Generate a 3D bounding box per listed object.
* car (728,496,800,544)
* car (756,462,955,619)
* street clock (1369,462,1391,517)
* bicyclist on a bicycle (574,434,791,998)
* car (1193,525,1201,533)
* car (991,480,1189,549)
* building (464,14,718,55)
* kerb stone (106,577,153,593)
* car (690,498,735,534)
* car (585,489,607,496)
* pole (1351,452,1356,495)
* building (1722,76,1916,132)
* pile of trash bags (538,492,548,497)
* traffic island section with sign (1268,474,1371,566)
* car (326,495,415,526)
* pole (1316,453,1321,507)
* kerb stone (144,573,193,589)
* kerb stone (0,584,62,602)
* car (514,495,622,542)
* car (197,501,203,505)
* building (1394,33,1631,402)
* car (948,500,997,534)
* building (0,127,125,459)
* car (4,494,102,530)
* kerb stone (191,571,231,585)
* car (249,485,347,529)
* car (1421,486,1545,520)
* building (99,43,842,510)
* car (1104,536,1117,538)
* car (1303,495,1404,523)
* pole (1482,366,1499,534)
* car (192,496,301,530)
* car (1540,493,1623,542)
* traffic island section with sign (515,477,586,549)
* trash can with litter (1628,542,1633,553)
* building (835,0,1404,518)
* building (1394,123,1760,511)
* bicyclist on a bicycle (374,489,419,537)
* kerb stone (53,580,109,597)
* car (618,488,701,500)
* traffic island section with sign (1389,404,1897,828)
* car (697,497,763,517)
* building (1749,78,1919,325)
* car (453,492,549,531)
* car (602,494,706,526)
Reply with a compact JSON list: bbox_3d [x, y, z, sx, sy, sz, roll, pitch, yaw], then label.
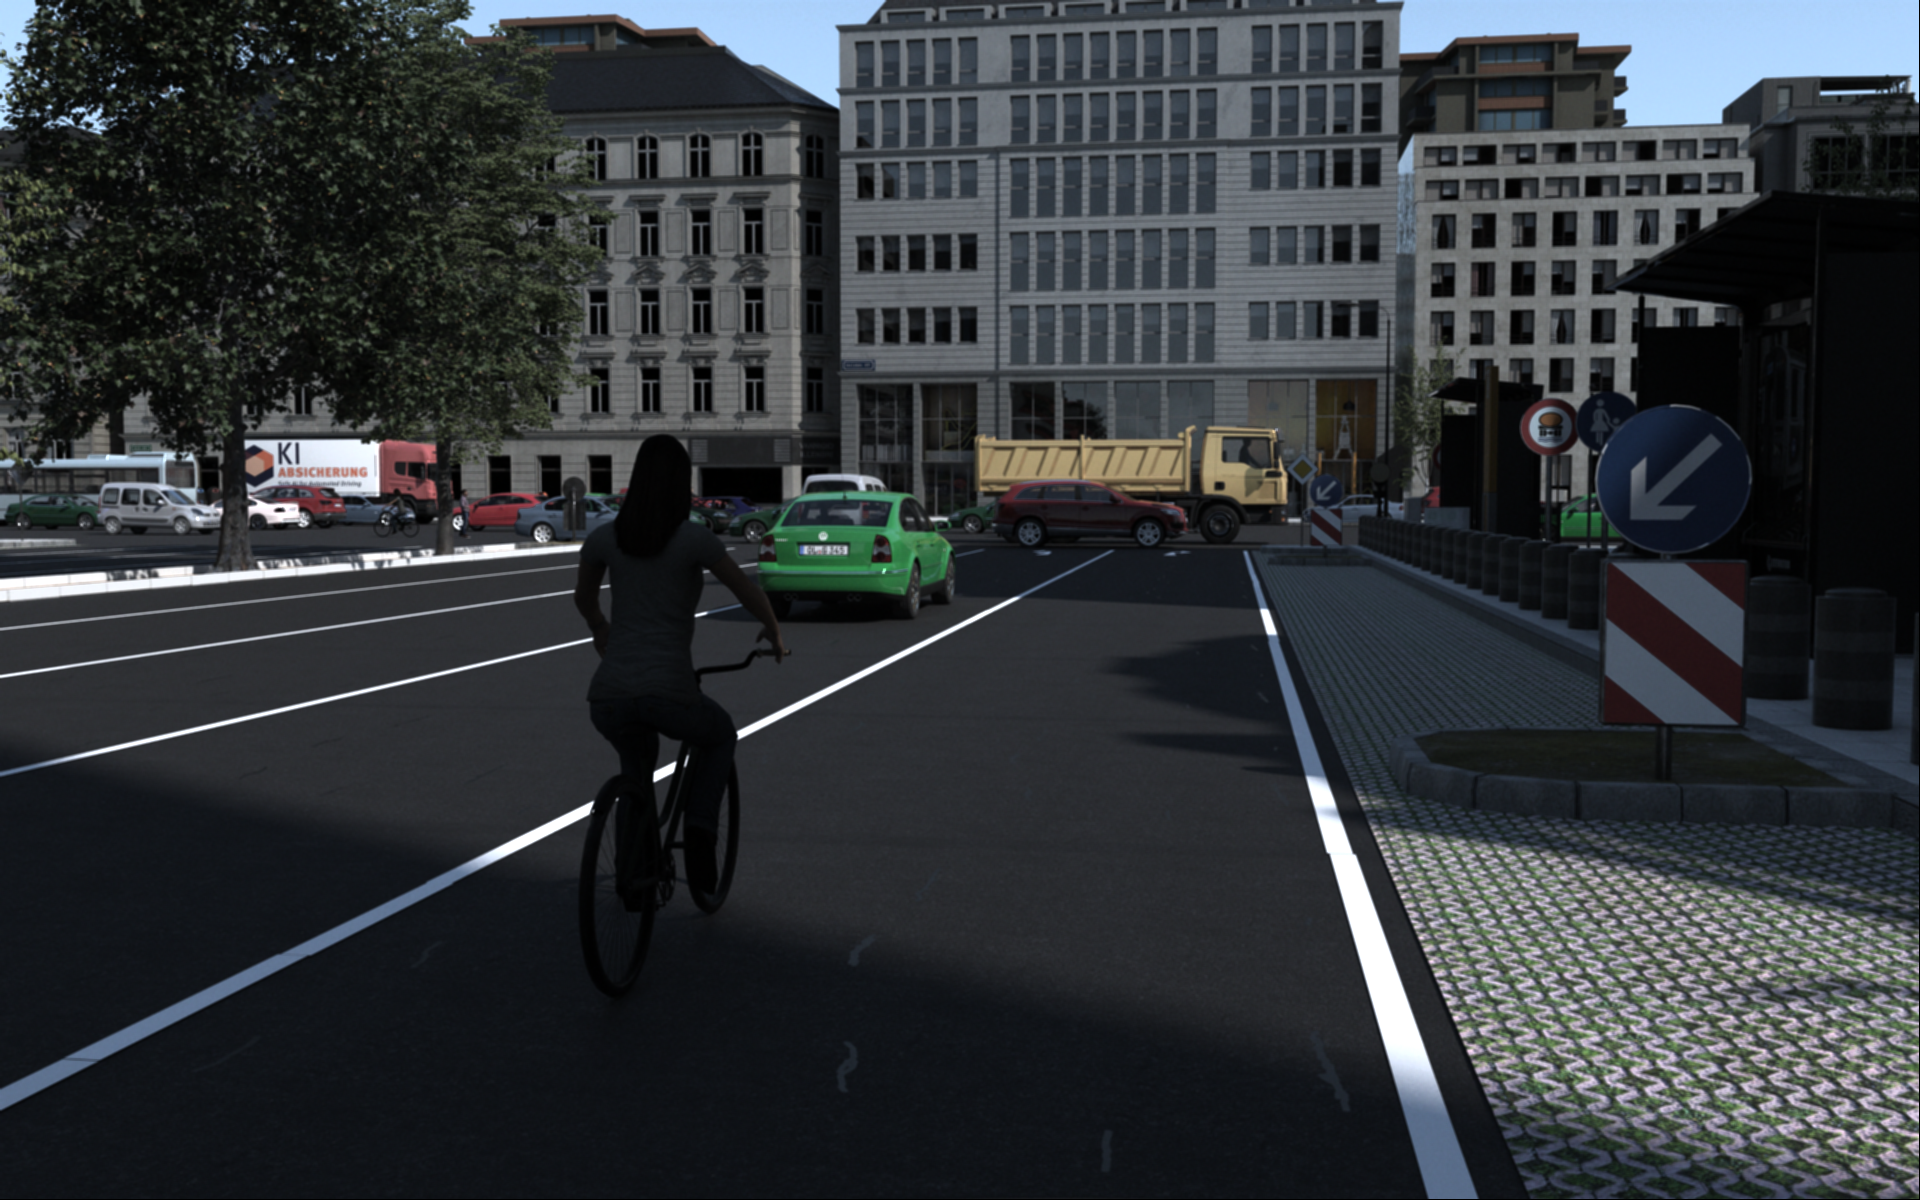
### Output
[{"bbox_3d":[-4.359,-2.372,50.587,4.920,1.459,2.131,1,4,9],"label":"car"},{"bbox_3d":[-1.174,-0.762,21.259,1.959,1.807,4.718,1,4,9],"label":"car"},{"bbox_3d":[9.475,-2.113,39.116,0.471,2.002,0.358,1,4,14],"label":"street clock"},{"bbox_3d":[-0.914,0.282,5.416,1.499,1.676,1.625,0,4,7],"label":"bicyclist on a bicycle"},{"bbox_3d":[7.615,-3.172,64.228,4.827,1.381,2.083,1,4,10],"label":"car"},{"bbox_3d":[3.487,-2.323,46.662,5.304,1.827,2.281,1,4,9],"label":"car"},{"bbox_3d":[-32.761,-31.082,162.815,22.147,44.769,28.867,1,4,9],"label":"building"},{"bbox_3d":[-12.352,-0.208,25.632,0.120,0.150,1.000,1,4,9],"label":"kerb stone"},{"bbox_3d":[-10.052,-3.181,61.794,4.222,1.686,2.009,1,4,9],"label":"car"},{"bbox_3d":[-15.296,-3.798,70.894,1.959,1.807,4.718,0,4,8],"label":"car"},{"bbox_3d":[19.312,-5.574,84.983,0.158,3.312,0.155,0,3,0],"label":"pole"},{"bbox_3d":[84.743,-29.921,172.797,14.086,41.232,14.154,1,4,9],"label":"building"},{"bbox_3d":[-22.993,-4.900,89.864,3.447,1.369,1.912,1,4,10],"label":"pile of trash bags"},{"bbox_3d":[7.283,-1.625,35.196,1.989,1.847,2.006,1,4,9],"label":"traffic island section with sign"},{"bbox_3d":[-27.038,-4.081,78.730,4.499,1.417,2.014,1,4,10],"label":"car"},{"bbox_3d":[17.745,-5.619,85.713,0.158,3.312,0.155,0,3,0],"label":"pole"},{"bbox_3d":[-12.189,-0.272,26.648,0.120,0.150,1.000,1,4,9],"label":"kerb stone"},{"bbox_3d":[-12.656,-0.086,23.597,0.120,0.150,1.000,1,4,9],"label":"kerb stone"},{"bbox_3d":[-10.404,-2.290,49.443,4.499,1.417,2.014,0,4,7],"label":"car"},{"bbox_3d":[-39.663,-4.649,84.682,5.304,1.827,2.281,0,4,7],"label":"car"},{"bbox_3d":[52.104,-31.547,170.423,22.147,44.769,28.867,1,4,9],"label":"building"},{"bbox_3d":[1.987,-3.155,63.375,4.920,1.459,2.131,0,4,8],"label":"car"},{"bbox_3d":[-64.134,-16.989,111.058,30.059,22.955,16.112,1,4,9],"label":"building"},{"bbox_3d":[-36.071,-3.561,70.014,4.920,1.459,2.131,1,4,10],"label":"car"},{"bbox_3d":[-12.025,-0.334,27.663,0.120,0.150,1.000,1,4,9],"label":"kerb stone"},{"bbox_3d":[-28.434,-3.904,72.503,5.304,1.827,2.281,0,4,7],"label":"car"},{"bbox_3d":[20.999,-3.708,69.299,5.304,1.827,2.281,1,4,9],"label":"car"},{"bbox_3d":[-27.107,-20.184,106.426,44.131,29.872,17.030,1,4,9],"label":"building"},{"bbox_3d":[3.695,-2.809,57.728,4.920,1.459,2.131,1,4,9],"label":"car"},{"bbox_3d":[17.600,-4.005,77.491,4.499,1.417,2.014,1,4,9],"label":"car"},{"bbox_3d":[8.474,-2.069,27.679,0.158,3.312,0.155,0,3,0],"label":"pole"},{"bbox_3d":[-29.023,-3.508,69.720,4.827,1.381,2.083,1,4,8],"label":"car"},{"bbox_3d":[16.517,-2.220,45.097,4.718,1.807,1.959,0,4,8],"label":"car"},{"bbox_3d":[-10.347,-2.281,45.425,2.006,1.907,1.989,1,4,9],"label":"traffic island section with sign"},{"bbox_3d":[10.038,-0.874,25.345,1.678,1.210,2.233,0,4,-7],"label":"trash can with litter"},{"bbox_3d":[8.864,-19.550,97.140,29.804,29.767,11.434,1,4,9],"label":"building"},{"bbox_3d":[32.761,-14.631,93.973,16.860,20.320,10.420,1,4,9],"label":"building"},{"bbox_3d":[-18.814,-2.920,57.766,1.625,1.676,1.499,1,4,9],"label":"bicyclist on a bicycle"},{"bbox_3d":[-12.505,-0.144,24.615,0.120,0.150,1.000,1,4,9],"label":"kerb stone"},{"bbox_3d":[-12.794,-4.149,76.514,5.304,1.827,2.281,1,4,8],"label":"car"},{"bbox_3d":[3.170,0.010,8.464,1.989,1.847,2.006,1,4,9],"label":"traffic island section with sign"},{"bbox_3d":[-9.214,-3.129,63.738,3.894,1.354,1.945,1,4,9],"label":"car"},{"bbox_3d":[56.648,-16.697,92.061,30.058,24.678,14.314,1,4,9],"label":"building"},{"bbox_3d":[-17.770,-3.548,67.043,4.494,1.783,2.155,0,4,8],"label":"car"},{"bbox_3d":[-11.141,-2.911,59.394,4.920,1.459,2.131,0,4,7],"label":"car"}]
